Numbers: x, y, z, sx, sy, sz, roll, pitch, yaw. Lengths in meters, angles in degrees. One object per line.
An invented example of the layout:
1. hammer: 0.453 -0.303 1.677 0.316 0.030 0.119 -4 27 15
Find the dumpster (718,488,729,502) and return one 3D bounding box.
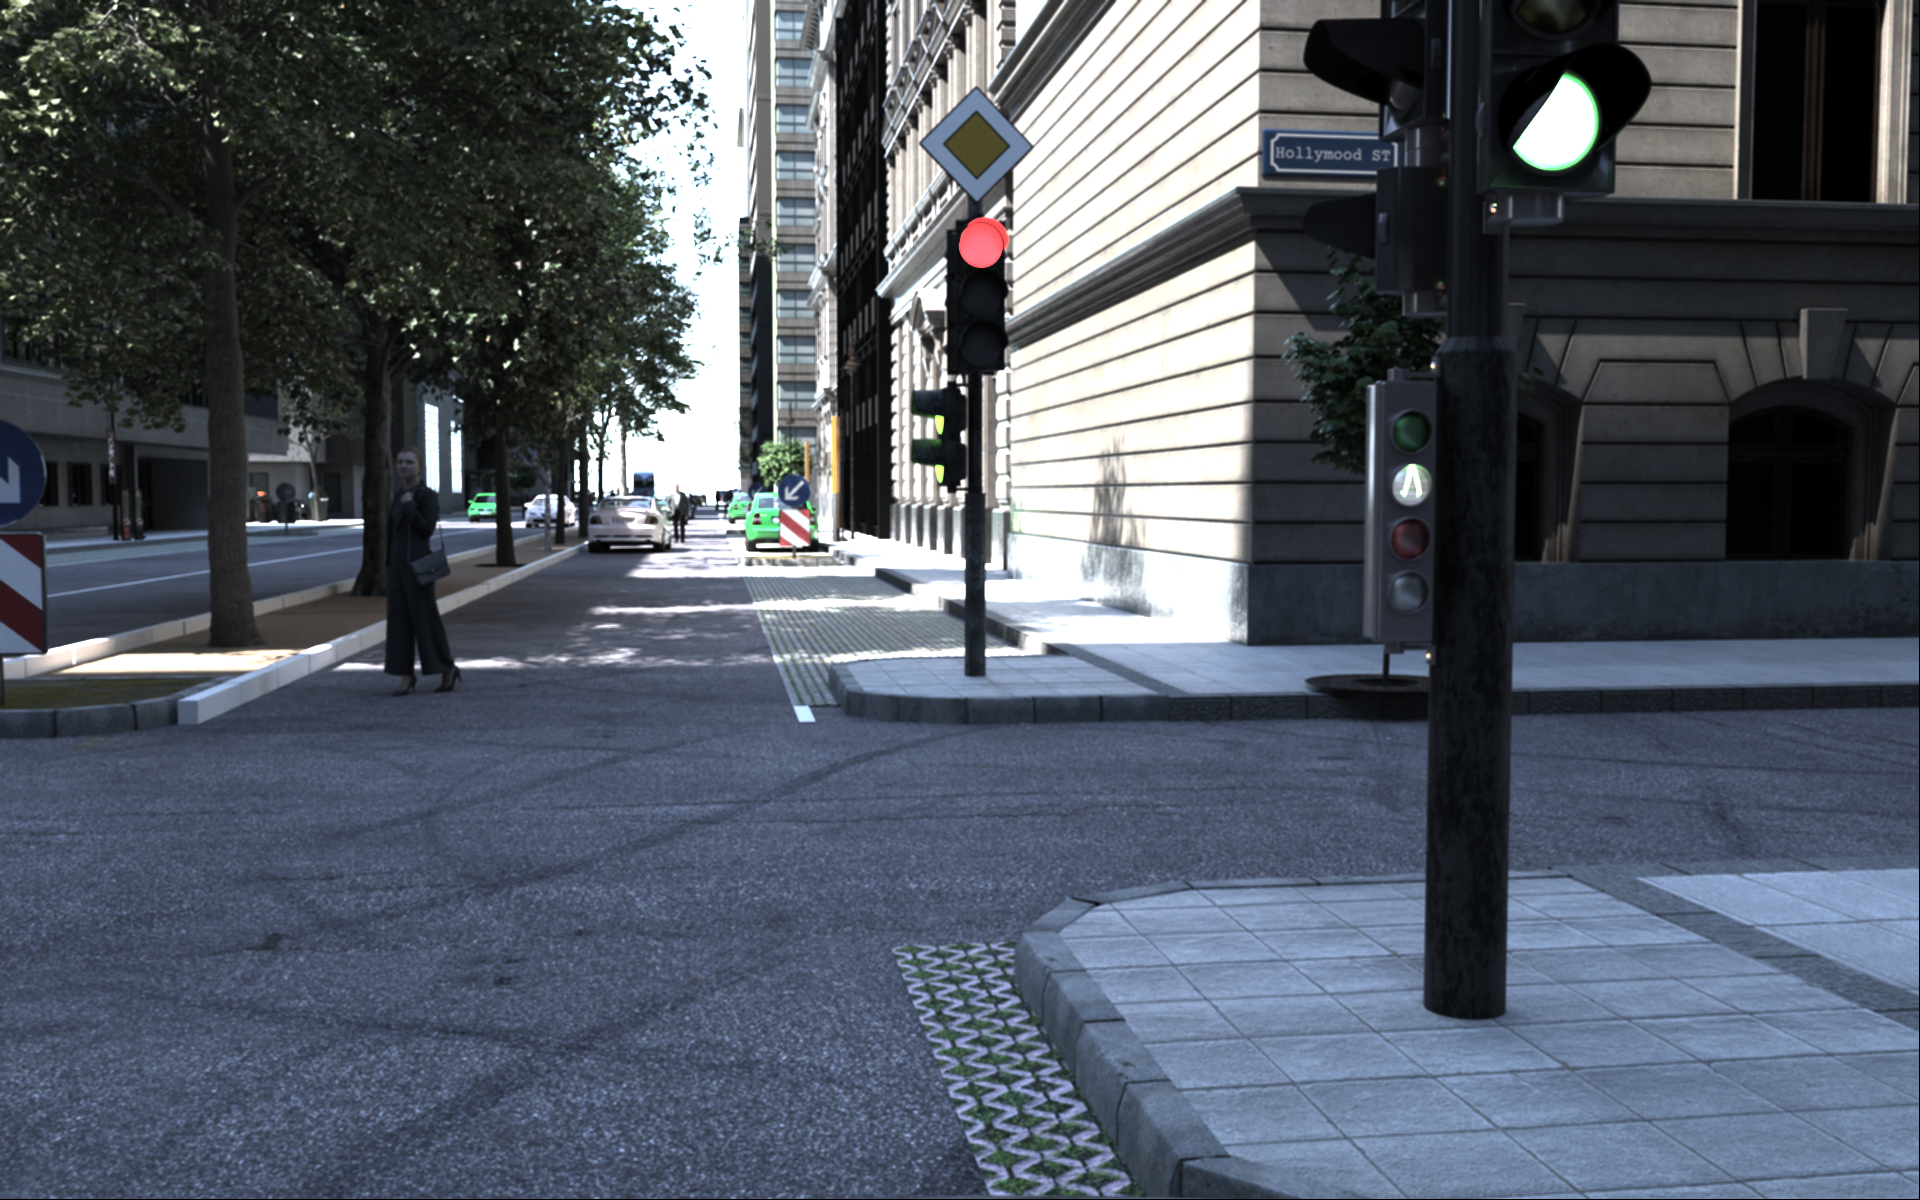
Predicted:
1. dumpster: -33.087 -14.454 241.271 1.985 2.255 1.502 0 4 -8

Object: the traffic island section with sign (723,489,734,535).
1. traffic island section with sign: -7.326 -3.237 61.549 1.989 1.847 2.006 -1 4 -8

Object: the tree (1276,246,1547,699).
1. tree: 2.924 -1.018 11.239 1.663 3.219 1.824 0 3 0

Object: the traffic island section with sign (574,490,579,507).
1. traffic island section with sign: -42.069 -11.135 190.678 1.989 1.847 2.006 -1 4 -8

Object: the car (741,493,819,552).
1. car: -4.552 -2.145 43.865 1.959 1.807 4.718 0 4 -8

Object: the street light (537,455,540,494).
1. street light: -40.769 -11.930 167.835 0.468 5.910 1.993 -1 4 -8

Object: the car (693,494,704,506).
1. car: -31.280 -11.884 204.519 2.015 1.641 3.980 0 4 -7

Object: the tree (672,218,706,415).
1. tree: -12.170 -8.291 56.139 7.486 12.596 7.792 0 3 0

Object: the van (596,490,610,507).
1. van: -37.197 -10.665 181.382 2.013 2.044 4.112 -1 4 -10

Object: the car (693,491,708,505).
1. car: -33.981 -13.293 226.011 2.281 1.827 5.304 -1 4 -8

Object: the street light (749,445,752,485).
1. street light: -19.535 -11.559 161.771 0.468 5.910 1.993 -1 4 -8

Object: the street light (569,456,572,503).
1. street light: -46.299 -14.259 205.928 0.468 5.910 1.993 -1 4 -8

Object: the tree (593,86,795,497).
1. tree: -14.246 -13.495 78.996 12.611 20.169 13.585 0 3 0

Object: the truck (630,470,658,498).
1. truck: -35.787 -12.708 197.532 2.967 4.110 18.799 -1 4 -8

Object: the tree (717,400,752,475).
1. tree: -20.071 -14.429 170.332 8.767 10.594 7.601 -2 4 -28

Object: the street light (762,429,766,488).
1. street light: -13.974 -9.252 124.057 0.468 5.910 1.993 -1 4 -8

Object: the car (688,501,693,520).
1. car: -15.761 -5.112 95.583 2.014 1.417 4.499 0 4 -7

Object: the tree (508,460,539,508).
1. tree: -40.388 -10.743 159.363 4.285 4.588 4.351 0 3 0

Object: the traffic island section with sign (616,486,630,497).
1. traffic island section with sign: -16.665 -4.726 85.406 2.006 1.907 1.989 -1 4 -8

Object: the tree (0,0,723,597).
1. tree: -8.160 -6.394 24.000 9.611 12.733 9.660 0 3 0

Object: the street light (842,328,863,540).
1. street light: -3.010 -4.624 48.396 0.468 5.910 1.993 -1 4 -8

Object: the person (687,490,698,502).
1. person: -22.026 -8.115 141.892 1.217 1.735 0.721 -3 5 -41

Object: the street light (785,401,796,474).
1. street light: -8.426 -6.932 86.130 0.468 5.910 1.993 -1 4 -8

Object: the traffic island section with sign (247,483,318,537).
1. traffic island section with sign: -23.044 -3.084 59.048 1.989 1.847 2.006 -1 4 -8

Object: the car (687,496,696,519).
1. car: -16.516 -5.459 101.839 1.945 1.354 3.894 0 4 -7

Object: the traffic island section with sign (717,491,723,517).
1. traffic island section with sign: -14.375 -6.223 110.378 1.989 1.847 2.006 -1 4 -8

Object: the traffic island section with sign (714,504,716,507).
1. traffic island section with sign: -18.292 -7.879 137.448 1.989 1.847 2.006 -1 4 -8

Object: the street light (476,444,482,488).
1. street light: -34.406 -9.231 123.720 0.468 5.910 1.993 -1 4 -8

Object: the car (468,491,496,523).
1. car: -23.993 -4.865 88.331 1.959 1.807 4.718 -1 4 -10

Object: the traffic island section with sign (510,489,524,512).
1. traffic island section with sign: -34.005 -7.721 134.873 1.989 1.847 2.006 -1 4 -8

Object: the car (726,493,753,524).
1. car: -10.186 -4.538 83.000 1.959 1.807 4.718 -1 4 -10

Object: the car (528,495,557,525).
1. car: -19.593 -4.332 82.827 2.014 1.417 4.499 -1 4 -10

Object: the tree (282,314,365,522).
1. tree: -29.216 -8.792 78.160 7.601 10.594 8.767 2 4 35

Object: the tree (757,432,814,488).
1. tree: -9.197 -6.605 91.704 4.285 4.588 4.351 0 3 0

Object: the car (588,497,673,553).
1. car: -8.339 -1.927 43.873 2.083 1.381 4.827 0 4 -6

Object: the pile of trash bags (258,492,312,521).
1. pile of trash bags: -32.276 -4.426 82.115 1.912 1.369 3.447 1 4 9

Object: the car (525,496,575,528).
1. car: -17.916 -3.881 75.816 2.083 1.381 4.827 0 4 -8

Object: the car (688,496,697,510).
1. car: -24.408 -8.670 154.337 1.945 1.354 3.894 0 4 -7

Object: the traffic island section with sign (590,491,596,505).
1. traffic island section with sign: -45.908 -12.767 217.359 1.989 1.847 2.006 -1 4 -8

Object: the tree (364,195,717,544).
1. tree: -11.362 -6.834 48.608 8.767 10.594 7.601 -1 4 -8

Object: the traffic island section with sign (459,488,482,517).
1. traffic island section with sign: -30.129 -6.081 108.050 1.989 1.847 2.006 -1 4 -8

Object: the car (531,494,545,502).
1. car: -35.414 -8.343 146.195 2.009 1.686 4.222 -1 4 -8

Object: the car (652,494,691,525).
1. car: -13.684 -4.232 80.985 2.131 1.459 4.920 0 4 -7

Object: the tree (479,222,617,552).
1. tree: -10.192 -5.486 42.514 4.737 8.622 4.395 0 3 0

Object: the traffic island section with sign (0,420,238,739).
1. traffic island section with sign: -5.916 -0.177 11.038 2.006 1.907 1.989 -1 4 -8

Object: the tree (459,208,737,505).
1. tree: -13.725 -9.357 65.817 12.009 13.543 11.850 0 3 0

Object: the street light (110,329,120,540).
1. street light: -23.480 -4.601 48.012 0.468 5.910 1.993 -1 4 -8

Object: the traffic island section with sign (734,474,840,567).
1. traffic island section with sign: -3.478 -1.605 34.868 1.989 1.847 2.006 -1 4 -8

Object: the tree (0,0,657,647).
1. tree: -6.664 -5.805 15.498 7.486 12.596 7.792 0 3 0

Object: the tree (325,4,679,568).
1. tree: -9.070 -6.461 33.855 9.928 11.665 9.643 0 3 0
